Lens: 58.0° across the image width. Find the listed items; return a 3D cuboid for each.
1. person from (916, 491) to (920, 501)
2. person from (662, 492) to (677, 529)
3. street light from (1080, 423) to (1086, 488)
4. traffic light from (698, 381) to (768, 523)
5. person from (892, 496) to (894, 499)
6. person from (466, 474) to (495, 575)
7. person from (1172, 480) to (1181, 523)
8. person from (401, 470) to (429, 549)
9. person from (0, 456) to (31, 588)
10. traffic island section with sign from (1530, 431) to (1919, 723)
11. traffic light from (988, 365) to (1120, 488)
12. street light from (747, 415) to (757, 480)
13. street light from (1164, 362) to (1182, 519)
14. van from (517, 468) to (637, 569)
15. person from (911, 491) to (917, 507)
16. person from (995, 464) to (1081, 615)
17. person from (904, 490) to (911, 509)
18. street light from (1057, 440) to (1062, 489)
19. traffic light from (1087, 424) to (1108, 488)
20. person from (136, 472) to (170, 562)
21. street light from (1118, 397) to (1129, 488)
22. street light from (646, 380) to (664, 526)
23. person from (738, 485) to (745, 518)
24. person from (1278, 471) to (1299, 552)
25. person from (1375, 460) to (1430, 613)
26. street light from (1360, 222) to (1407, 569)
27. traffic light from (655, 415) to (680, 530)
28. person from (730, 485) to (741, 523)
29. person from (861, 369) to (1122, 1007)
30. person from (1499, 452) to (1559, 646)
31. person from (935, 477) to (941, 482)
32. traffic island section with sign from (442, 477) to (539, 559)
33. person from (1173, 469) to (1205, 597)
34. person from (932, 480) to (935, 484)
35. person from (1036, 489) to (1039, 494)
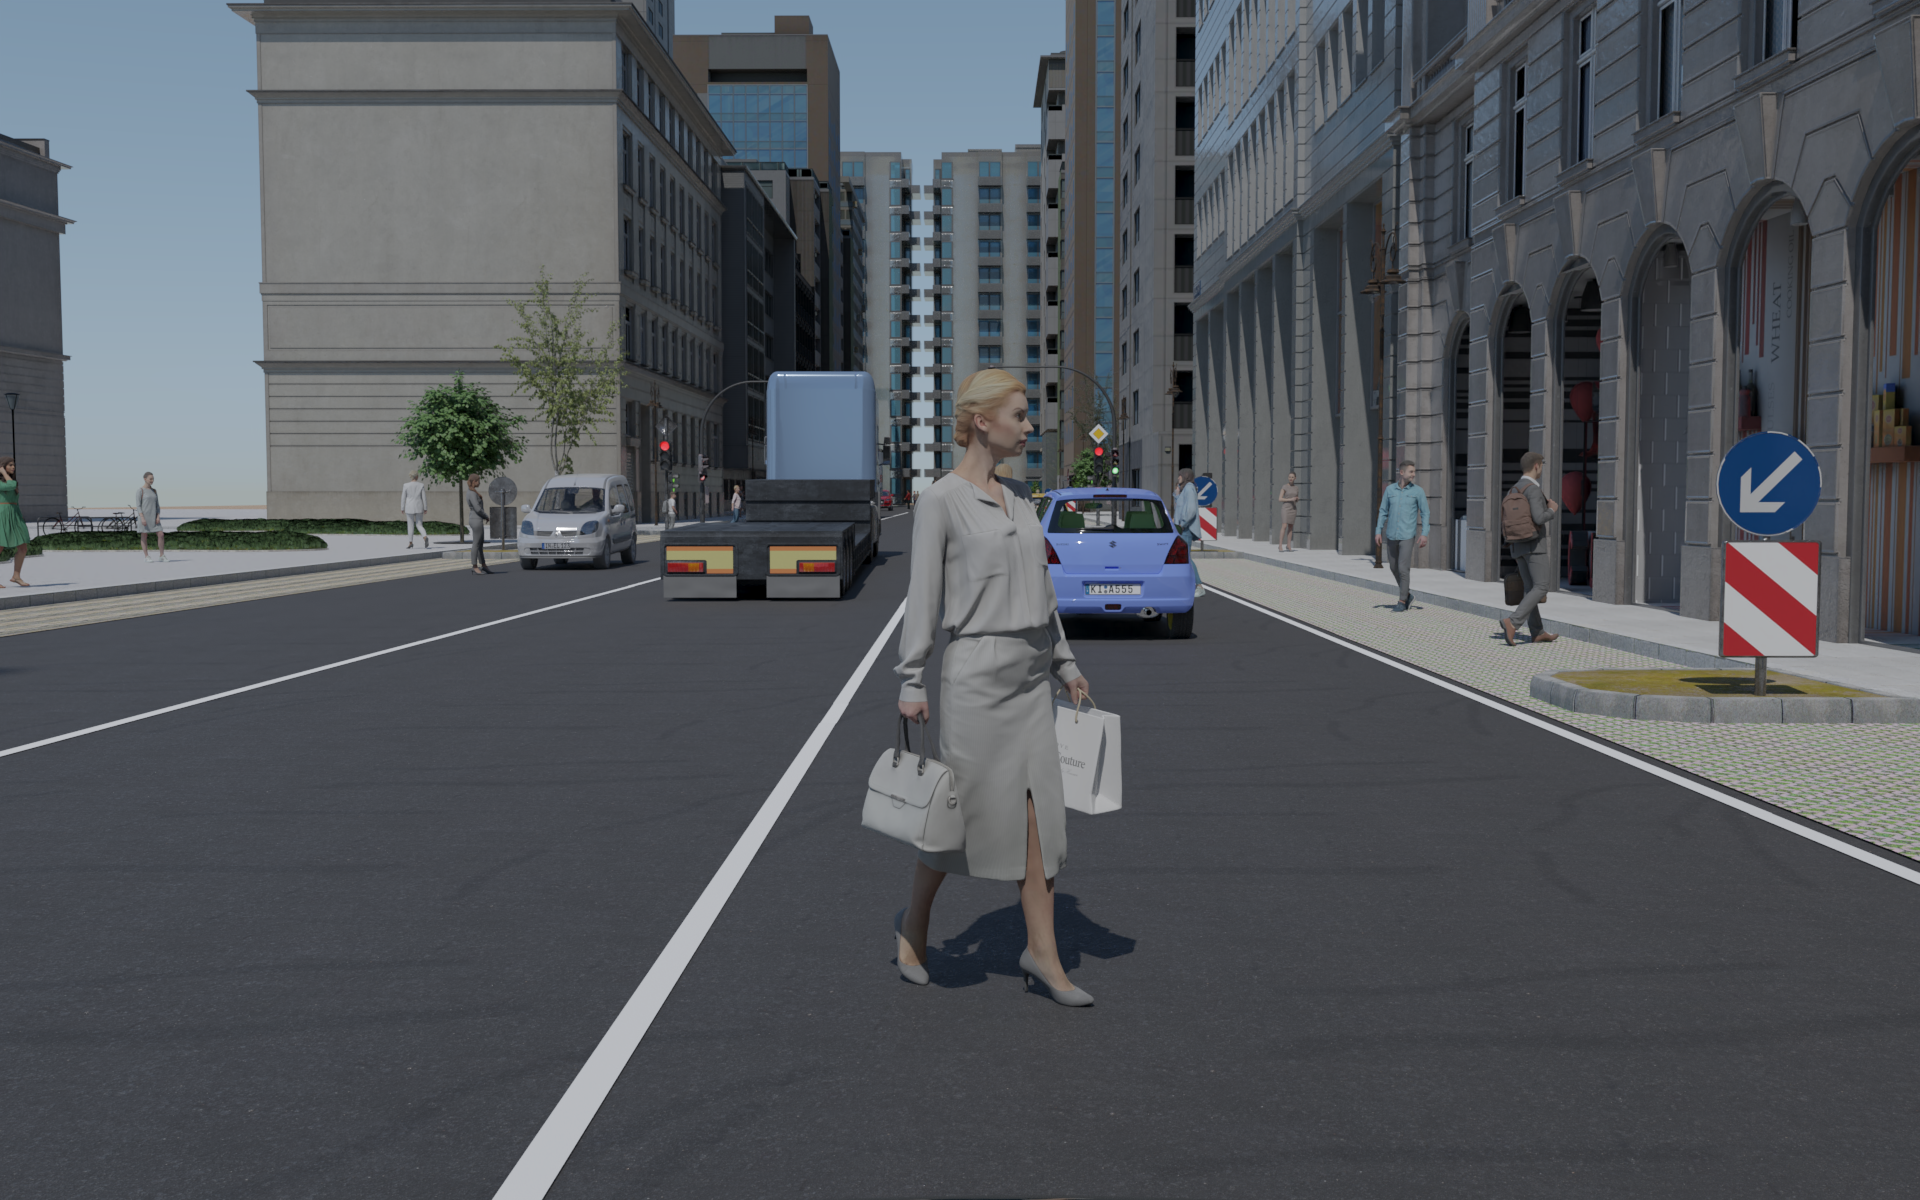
[{"bbox_3d":[-5.062,-12.084,206.076,0.705,1.823,1.348,-3,5,-40],"label":"person"},{"bbox_3d":[-9.316,-2.738,55.860,0.503,1.515,0.523,2,4,24],"label":"person"},{"bbox_3d":[7.988,-8.527,112.209,0.468,5.910,1.993,0,4,1],"label":"street light"},{"bbox_3d":[-8.244,-5.804,69.567,4.771,5.953,1.251,0,4,1],"label":"traffic light"},{"bbox_3d":[-7.406,-10.408,179.383,1.217,1.736,0.721,-2,4,-26],"label":"person"},{"bbox_3d":[-8.487,-1.344,30.750,0.573,1.790,0.520,-3,4,-37],"label":"person"},{"bbox_3d":[7.177,-3.070,56.995,0.760,1.731,0.466,-3,4,-38],"label":"person"},{"bbox_3d":[-12.702,-2.110,40.423,0.818,1.842,0.514,3,5,45],"label":"person"},{"bbox_3d":[-13.020,-1.062,23.652,0.529,1.795,0.600,0,4,-6],"label":"person"},{"bbox_3d":[4.997,-0.187,11.692,1.989,1.847,2.006,0,4,1],"label":"traffic island section with sign"},{"bbox_3d":[3.353,-5.299,61.307,4.771,5.953,1.251,0,4,1],"label":"traffic light"},{"bbox_3d":[-12.169,-7.887,101.741,0.468,5.910,1.993,0,4,1],"label":"street light"},{"bbox_3d":[7.461,-5.378,60.719,0.468,5.910,1.993,0,4,1],"label":"street light"},{"bbox_3d":[-7.528,-1.668,34.283,2.013,2.044,4.112,0,3,0],"label":"van"},{"bbox_3d":[-4.638,-9.948,171.687,0.750,1.759,0.617,-1,4,-20],"label":"person"},{"bbox_3d":[0.869,-0.747,20.924,1.509,1.804,0.699,2,4,32],"label":"person"},{"bbox_3d":[-4.831,-9.359,161.463,0.705,1.831,1.348,1,4,22],"label":"person"},{"bbox_3d":[8.307,-10.468,143.943,0.468,5.910,1.993,0,4,1],"label":"street light"},{"bbox_3d":[5.524,-4.923,69.412,0.839,4.253,0.868,0,4,1],"label":"traffic light"},{"bbox_3d":[-15.225,-1.558,32.518,0.522,1.701,0.512,2,4,27],"label":"person"},{"bbox_3d":[7.666,-6.633,81.238,0.468,5.910,1.993,0,4,1],"label":"street light"},{"bbox_3d":[-12.348,-5.962,70.258,0.468,5.910,1.993,0,4,1],"label":"street light"},{"bbox_3d":[-11.926,-5.391,94.546,0.532,1.782,0.716,0,4,6],"label":"person"},{"bbox_3d":[7.293,-1.954,38.337,0.599,1.781,0.374,-2,4,-24],"label":"person"},{"bbox_3d":[5.425,-0.774,21.022,0.748,1.841,0.638,-3,5,-44],"label":"person"},{"bbox_3d":[7.232,-3.484,29.748,0.468,5.910,1.993,0,4,1],"label":"street light"},{"bbox_3d":[-10.415,-4.443,61.568,0.839,4.253,0.868,0,4,1],"label":"traffic light"},{"bbox_3d":[-8.159,-3.243,62.201,0.598,1.740,0.731,-1,4,-9],"label":"person"},{"bbox_3d":[0.085,0.238,4.965,0.694,1.780,0.624,-2,4,-31],"label":"person"},{"bbox_3d":[5.382,-0.489,16.454,0.822,1.834,0.622,-1,4,-23],"label":"person"},{"bbox_3d":[-0.442,-2.012,41.241,0.661,1.843,0.795,-2,4,-30],"label":"person"},{"bbox_3d":[-10.352,-1.849,38.863,1.989,1.847,2.006,0,4,1],"label":"traffic island section with sign"},{"bbox_3d":[3.220,-0.954,24.365,0.793,1.790,0.793,-2,4,-32],"label":"person"},{"bbox_3d":[-0.926,-3.179,59.845,0.474,1.900,0.648,-2,4,-26],"label":"person"},{"bbox_3d":[6.054,-7.796,136.148,0.728,1.800,0.709,-2,4,-35],"label":"person"}]
